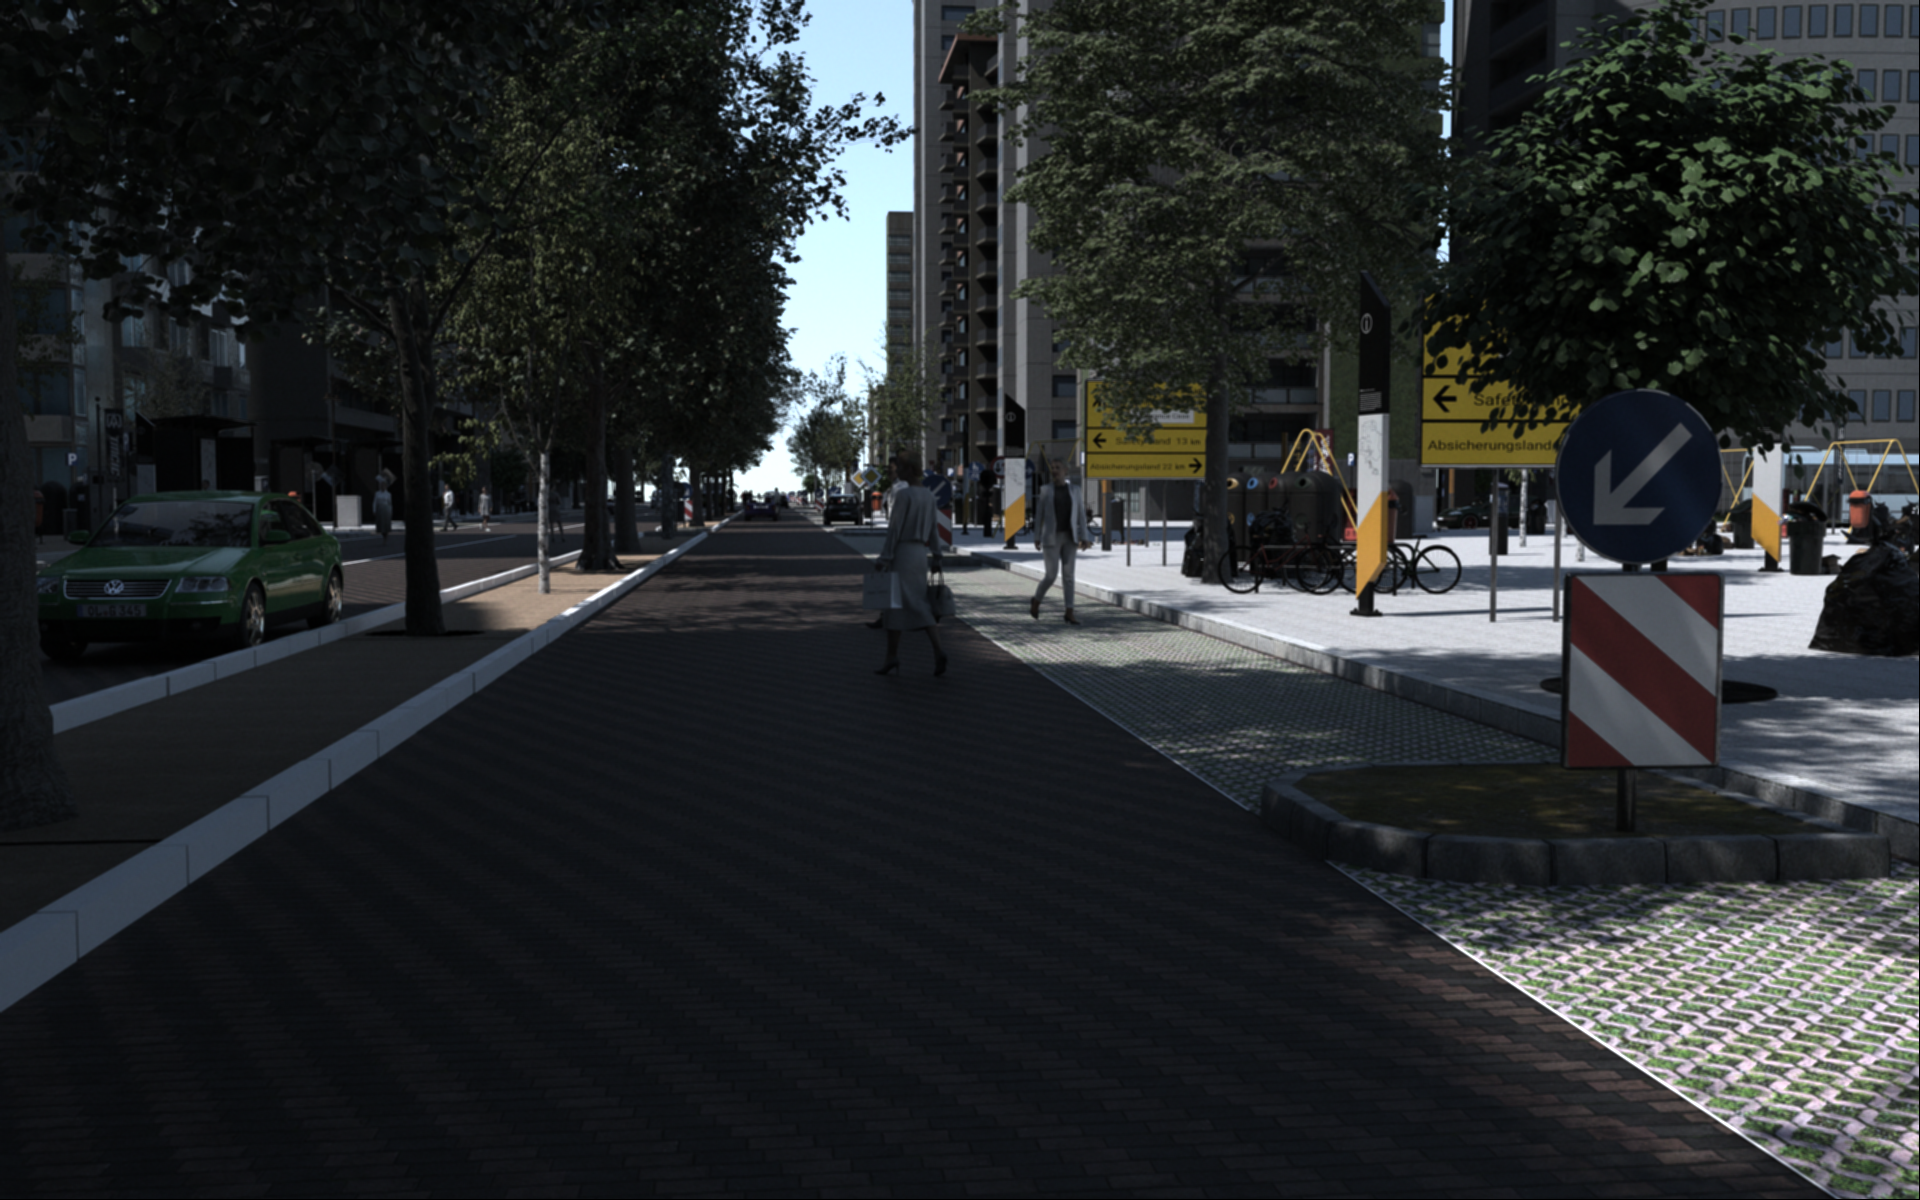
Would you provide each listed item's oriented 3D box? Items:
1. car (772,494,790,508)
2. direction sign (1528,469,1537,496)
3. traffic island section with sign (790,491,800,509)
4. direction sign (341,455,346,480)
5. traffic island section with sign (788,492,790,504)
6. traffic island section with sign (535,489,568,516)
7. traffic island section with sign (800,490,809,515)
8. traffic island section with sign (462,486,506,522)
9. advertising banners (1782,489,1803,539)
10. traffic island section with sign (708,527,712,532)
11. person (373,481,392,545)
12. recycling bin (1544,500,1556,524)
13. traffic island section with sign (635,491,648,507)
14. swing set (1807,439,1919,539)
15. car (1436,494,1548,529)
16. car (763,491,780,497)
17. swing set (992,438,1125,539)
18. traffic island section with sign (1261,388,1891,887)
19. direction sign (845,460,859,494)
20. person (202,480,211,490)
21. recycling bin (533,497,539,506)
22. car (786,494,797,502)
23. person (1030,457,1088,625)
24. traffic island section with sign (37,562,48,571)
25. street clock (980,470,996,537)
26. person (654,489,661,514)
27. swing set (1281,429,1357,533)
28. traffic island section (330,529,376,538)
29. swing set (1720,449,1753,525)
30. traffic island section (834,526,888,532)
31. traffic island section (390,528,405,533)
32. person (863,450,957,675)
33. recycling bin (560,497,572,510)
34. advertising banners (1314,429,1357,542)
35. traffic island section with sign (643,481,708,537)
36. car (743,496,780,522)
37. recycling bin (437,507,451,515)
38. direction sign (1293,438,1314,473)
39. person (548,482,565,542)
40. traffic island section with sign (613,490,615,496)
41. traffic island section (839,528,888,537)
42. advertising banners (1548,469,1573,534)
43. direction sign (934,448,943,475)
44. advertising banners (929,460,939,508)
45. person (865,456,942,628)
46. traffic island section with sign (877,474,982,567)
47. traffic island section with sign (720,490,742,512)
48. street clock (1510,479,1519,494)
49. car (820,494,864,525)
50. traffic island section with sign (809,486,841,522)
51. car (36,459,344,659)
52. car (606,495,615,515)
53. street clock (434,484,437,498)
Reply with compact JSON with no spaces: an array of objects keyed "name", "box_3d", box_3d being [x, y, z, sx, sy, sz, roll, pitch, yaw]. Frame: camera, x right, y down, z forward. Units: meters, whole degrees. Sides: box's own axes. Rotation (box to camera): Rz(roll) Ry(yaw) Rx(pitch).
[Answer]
[{"name":"car","box_3d":[-18.074,-10.017,173.561,2.009,1.686,4.222,0,4,-5]},{"name":"direction sign","box_3d":[24.068,-4.954,72.996,0.876,3.537,0.379,-3,5,-43]},{"name":"traffic island section with sign","box_3d":[-14.992,-9.620,165.914,1.989,1.847,2.006,0,4,-6]},{"name":"direction sign","box_3d":[-35.100,-6.562,99.290,0.876,3.537,0.379,1,4,20]},{"name":"traffic island section with sign","box_3d":[-18.027,-11.313,193.587,1.989,1.847,2.006,0,4,-6]},{"name":"traffic island section with sign","box_3d":[-27.110,-6.505,114.992,1.989,1.847,2.006,0,4,-6]},{"name":"traffic island section with sign","box_3d":[-9.544,-6.566,115.982,1.989,1.847,2.006,0,4,-6]},{"name":"traffic island section with sign","box_3d":[-24.164,-4.859,88.065,1.989,1.847,2.006,0,4,-6]},{"name":"advertising banners","box_3d":[23.850,-3.291,49.991,0.090,3.025,2.074,0,4,3]},{"name":"traffic island section with sign","box_3d":[-10.512,-3.557,66.298,2.006,1.907,1.989,0,4,-6]},{"name":"person","box_3d":[-16.186,-2.441,48.638,0.478,1.798,0.641,0,4,0]},{"name":"recycling bin","box_3d":[25.203,-3.751,73.890,0.722,1.027,0.722,1,4,9]},{"name":"traffic island section with sign","box_3d":[-35.417,-11.152,190.956,1.989,1.847,2.006,0,4,-6]},{"name":"swing set","box_3d":[26.504,-3.264,50.984,2.862,2.851,3.119,0,4,-6]},{"name":"car","box_3d":[20.641,-3.509,67.153,4.222,1.686,2.009,0,4,-6]},{"name":"car","box_3d":[-22.063,-11.962,204.253,2.281,1.827,5.304,0,4,-8]},{"name":"swing set","box_3d":[2.743,-3.184,49.674,2.862,2.851,3.119,-2,4,-23]},{"name":"traffic island section with sign","box_3d":[2.357,0.084,7.250,1.989,1.847,2.006,0,4,-6]},{"name":"direction sign","box_3d":[-7.150,-7.502,114.649,0.876,3.537,0.379,0,4,0]},{"name":"person","box_3d":[-19.749,-2.256,45.478,0.635,1.810,0.391,3,5,43]},{"name":"recycling bin","box_3d":[-33.420,-7.637,137.425,0.722,1.027,0.722,-3,5,-42]},{"name":"car","box_3d":[-27.652,-16.724,283.034,1.945,1.707,3.694,0,4,-8]},{"name":"person","box_3d":[1.073,-0.658,19.140,0.514,1.842,0.818,-2,4,-29]},{"name":"traffic island section with sign","box_3d":[-17.994,-1.417,31.793,1.989,1.847,2.006,0,4,-6]},{"name":"street clock","box_3d":[0.830,-2.883,51.710,0.358,2.002,0.471,-3,5,-44]},{"name":"person","box_3d":[-21.920,-7.157,125.865,0.624,1.780,0.694,-2,4,-34]},{"name":"swing set","box_3d":[8.702,-2.770,42.909,2.862,2.851,3.119,1,4,17]},{"name":"traffic island section","box_3d":[-20.801,-2.153,57.490,2.009,0.180,2.903,0,4,-6]},{"name":"swing set","box_3d":[27.309,-3.861,60.750,2.862,2.851,3.119,0,4,-8]},{"name":"traffic island section","box_3d":[-3.883,-2.757,67.362,2.009,0.180,2.903,0,4,-6]},{"name":"traffic island section","box_3d":[-21.669,-2.639,65.428,2.009,0.180,2.903,0,4,-6]},{"name":"person","box_3d":[-0.386,-0.294,13.656,0.694,1.780,0.624,-3,4,-37]},{"name":"recycling bin","box_3d":[-31.643,-7.740,139.096,0.722,1.027,0.722,-3,5,-45]},{"name":"advertising banners","box_3d":[10.479,-3.058,46.194,2.074,3.025,0.090,1,4,17]},{"name":"traffic island section with sign","box_3d":[-9.716,-3.107,58.934,2.006,1.907,1.989,0,4,-6]},{"name":"car","box_3d":[-10.496,-4.835,91.630,1.945,1.354,3.894,0,4,-5]},{"name":"recycling bin","box_3d":[-31.730,-5.748,106.535,0.722,1.027,0.722,-2,4,-29]},{"name":"direction sign","box_3d":[13.859,-4.766,69.925,0.876,3.537,0.379,2,4,32]},{"name":"person","box_3d":[-12.202,-2.648,52.128,0.599,1.781,0.374,0,4,-8]},{"name":"traffic island section with sign","box_3d":[-32.434,-9.487,163.741,1.989,1.847,2.006,0,4,-6]},{"name":"traffic island section","box_3d":[-3.015,-2.272,59.424,2.009,0.180,2.903,0,4,-6]},{"name":"advertising banners","box_3d":[19.616,-3.618,55.341,0.090,3.025,2.074,-3,4,-36]},{"name":"direction sign","box_3d":[-0.996,-5.773,86.384,0.379,3.537,0.876,1,4,17]},{"name":"advertising banners","box_3d":[-1.064,-5.788,90.824,0.090,3.025,2.074,2,4,33]},{"name":"person","box_3d":[-0.590,-0.603,18.465,0.850,1.850,0.679,1,4,14]},{"name":"traffic island section with sign","box_3d":[-0.661,-1.602,34.829,1.989,1.847,2.006,0,4,-6]},{"name":"traffic island section with sign","box_3d":[-18.694,-8.126,140.992,2.006,1.907,1.989,0,4,-6]},{"name":"street clock","box_3d":[27.483,-4.976,85.930,0.471,2.002,0.358,-3,5,-43]},{"name":"car","box_3d":[-5.418,-4.295,80.004,2.009,1.686,4.222,0,4,-7]},{"name":"traffic island section with sign","box_3d":[-6.543,-4.889,88.558,1.989,1.847,2.006,0,4,-6]},{"name":"car","box_3d":[-7.219,-0.473,16.525,1.959,1.807,4.718,0,4,-6]},{"name":"car","box_3d":[-24.782,-6.606,120.596,1.945,1.354,3.894,0,4,-5]},{"name":"street clock","box_3d":[-38.065,-7.393,125.442,0.358,2.002,0.471,-2,4,-23]}]
